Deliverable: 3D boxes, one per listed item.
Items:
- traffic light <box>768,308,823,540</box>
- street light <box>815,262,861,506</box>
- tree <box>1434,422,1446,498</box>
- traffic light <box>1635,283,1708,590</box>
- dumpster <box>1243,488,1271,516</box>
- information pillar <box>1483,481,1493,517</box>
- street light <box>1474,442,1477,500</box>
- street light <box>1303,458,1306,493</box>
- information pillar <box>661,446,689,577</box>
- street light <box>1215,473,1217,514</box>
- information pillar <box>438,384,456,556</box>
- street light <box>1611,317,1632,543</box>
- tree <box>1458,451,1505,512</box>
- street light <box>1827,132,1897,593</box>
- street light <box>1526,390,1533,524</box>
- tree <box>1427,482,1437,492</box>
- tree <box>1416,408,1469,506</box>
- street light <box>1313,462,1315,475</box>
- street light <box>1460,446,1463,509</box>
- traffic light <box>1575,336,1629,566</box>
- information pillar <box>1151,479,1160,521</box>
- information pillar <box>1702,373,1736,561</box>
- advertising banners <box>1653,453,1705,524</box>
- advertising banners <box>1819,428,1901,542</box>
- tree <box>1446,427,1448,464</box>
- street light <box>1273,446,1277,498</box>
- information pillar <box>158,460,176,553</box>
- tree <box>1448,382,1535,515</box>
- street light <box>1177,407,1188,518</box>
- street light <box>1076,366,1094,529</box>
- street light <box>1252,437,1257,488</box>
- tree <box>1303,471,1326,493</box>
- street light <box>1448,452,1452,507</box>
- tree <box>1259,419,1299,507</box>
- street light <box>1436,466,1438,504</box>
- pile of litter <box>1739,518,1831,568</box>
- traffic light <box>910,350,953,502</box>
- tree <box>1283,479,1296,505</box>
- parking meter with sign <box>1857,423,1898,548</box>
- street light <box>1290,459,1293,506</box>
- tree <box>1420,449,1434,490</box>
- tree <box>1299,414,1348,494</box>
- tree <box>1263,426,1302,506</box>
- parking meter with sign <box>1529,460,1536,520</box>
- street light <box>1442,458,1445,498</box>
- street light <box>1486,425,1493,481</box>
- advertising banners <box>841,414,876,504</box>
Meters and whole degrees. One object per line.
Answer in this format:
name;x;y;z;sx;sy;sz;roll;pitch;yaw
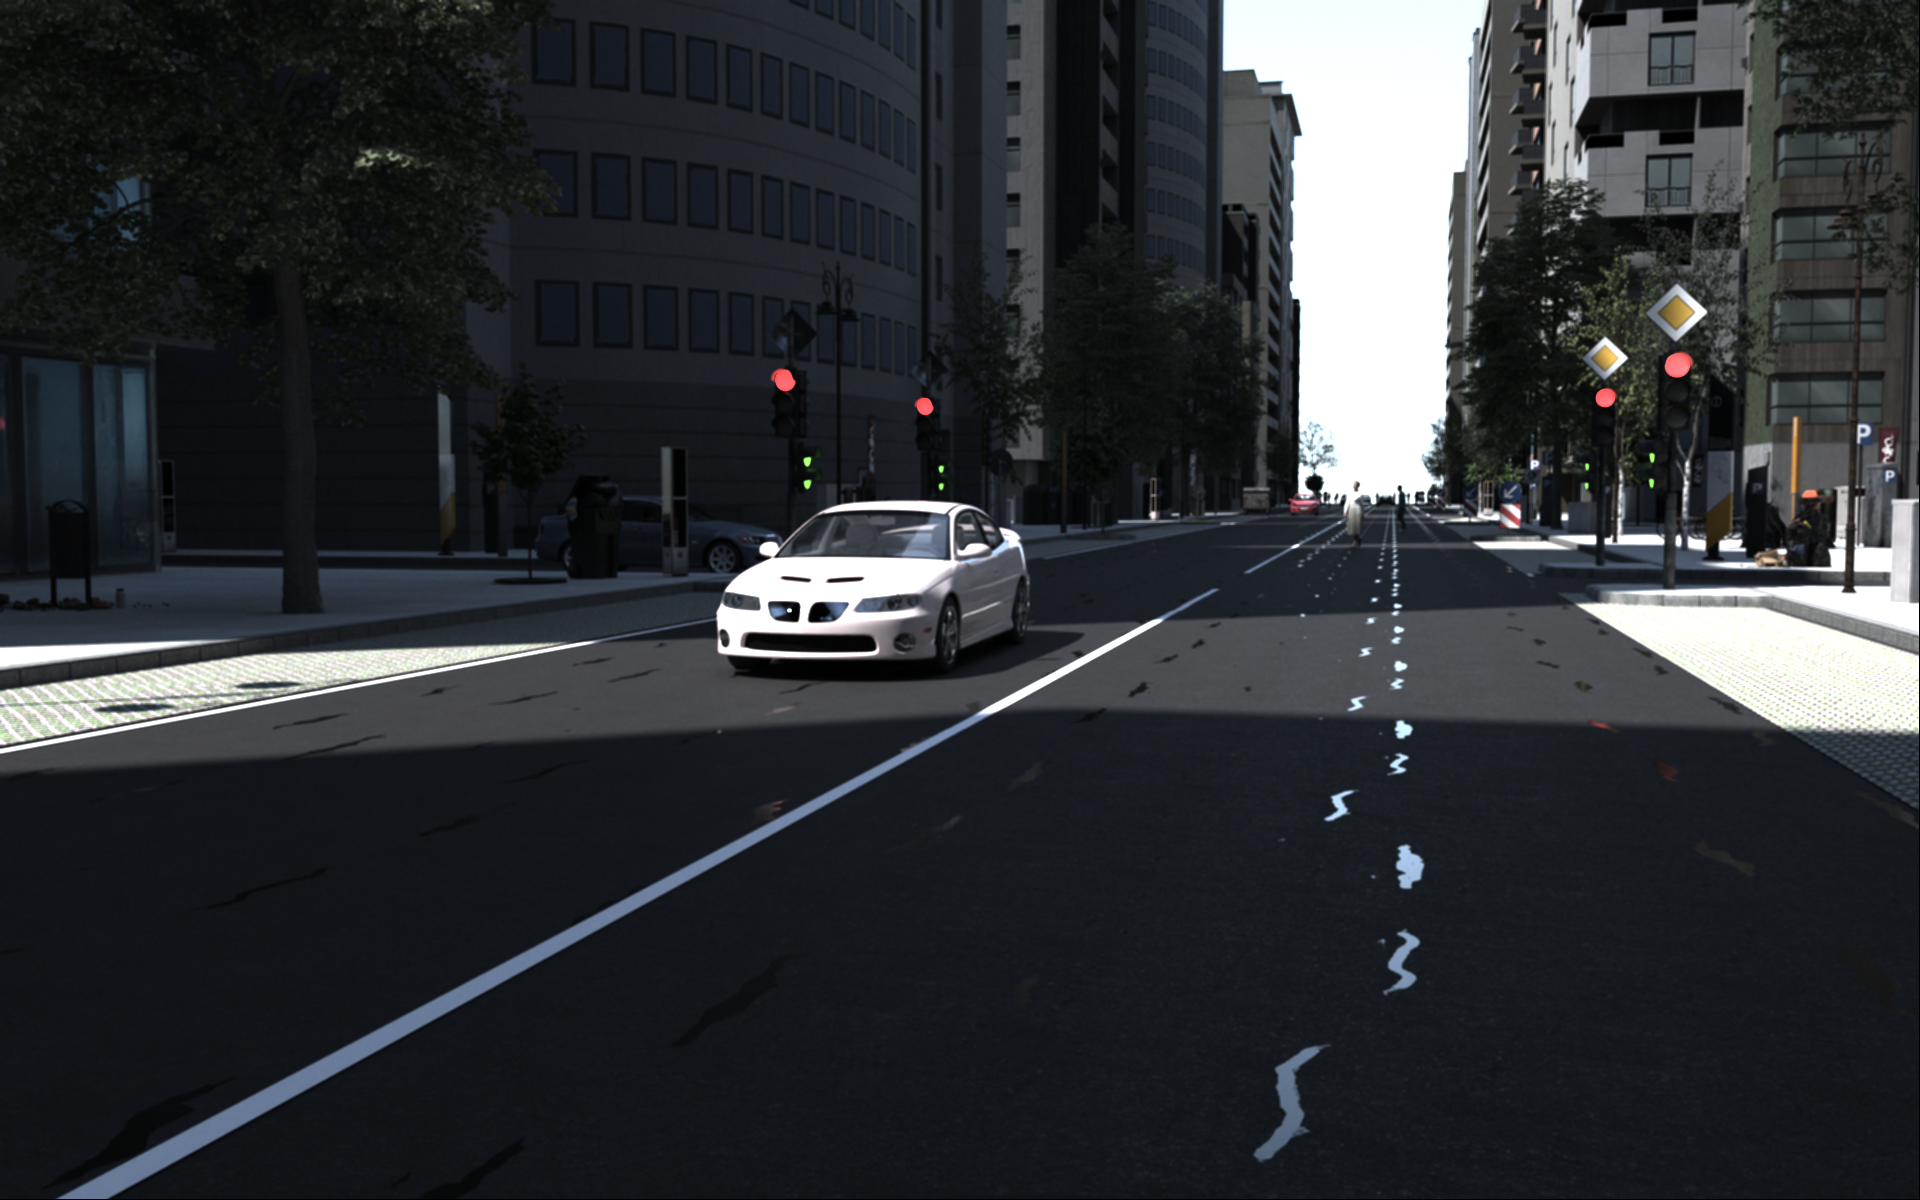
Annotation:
traffic light;-2.528;-2.278;26.166;0.839;4.253;0.868;1;4;14
street light;-2.426;-3.782;34.623;0.468;5.910;1.993;1;4;14
tree;39.072;-11.207;133.593;4.360;8.622;3.978;0;3;0
traffic light;9.518;-2.096;23.184;0.839;4.253;0.868;1;4;14
dumpster;19.669;-6.517;114.760;1.865;1.857;1.264;1;4;14
information pillar;30.458;-5.849;100.130;0.304;2.012;0.304;2;4;29
street light;35.885;-9.022;120.298;0.468;5.910;1.993;1;4;14
street light;43.373;-15.005;218.115;0.468;5.910;1.993;1;4;14
information pillar;-4.434;-1.373;26.935;0.304;2.012;0.304;-3;5;-40
street light;16.097;-8.326;108.914;0.468;5.910;1.993;1;4;14
information pillar;-10.675;-2.731;36.002;0.504;3.616;0.183;3;5;43
street light;17.187;-4.433;45.274;0.468;5.910;1.993;1;4;14
tree;37.699;-8.660;125.303;4.285;4.588;4.351;0;3;0
street light;11.540;-3.029;22.308;0.468;5.910;1.993;1;4;14
street light;24.240;-6.174;73.738;0.468;5.910;1.993;1;4;14
tree;67.521;-15.467;247.480;1.663;3.219;1.824;0;3;0
tree;53.217;-15.462;187.223;8.767;10.594;7.601;3;5;45
street light;50.447;-16.755;246.734;0.468;5.910;1.993;1;4;14
street light;43.132;-10.770;148.871;0.468;5.910;1.993;1;4;14
traffic light;11.454;-2.569;30.932;0.839;4.253;0.868;1;4;14
information pillar;9.231;-4.734;81.900;0.304;2.012;0.304;3;5;45
information pillar;14.661;-2.572;33.413;0.183;3.616;0.504;-3;5;-41
advertising banners;31.072;-4.809;74.809;2.074;3.025;0.090;0;4;7
advertising banners;23.785;-3.041;45.911;2.074;3.025;0.090;0;4;8
tree;34.913;-10.123;115.871;4.360;8.622;3.978;0;3;0
street light;30.106;-11.783;165.436;0.468;5.910;1.993;1;4;14
information pillar;-17.215;-2.020;37.524;0.304;2.012;0.304;3;5;43
tree;33.278;-9.622;107.683;4.360;8.622;3.978;0;3;0
street light;11.692;-7.238;91.124;0.468;5.910;1.993;1;4;14
street light;4.518;-5.494;62.620;0.468;5.910;1.993;1;4;14
street light;23.154;-10.045;137.019;0.468;5.910;1.993;1;4;14
tree;51.519;-16.372;251.392;4.285;4.588;4.351;0;3;0
street light;50.131;-12.508;177.294;0.468;5.910;1.993;1;4;14
tree;31.681;-13.529;171.566;4.360;8.622;3.978;0;3;0
street light;62.615;-15.558;227.153;0.468;5.910;1.993;1;4;14
pile of litter;14.608;-1.018;30.610;1.719;0.858;1.176;0;4;3
traffic light;-0.593;-2.752;33.914;0.839;4.253;0.868;1;4;14
tree;38.835;-12.900;205.513;1.663;3.219;1.824;0;3;0
parking meter with sign;22.143;-2.777;41.665;0.543;3.016;1.738;0;4;-4
street light;36.266;-13.271;189.763;0.468;5.910;1.993;1;4;14
tree;59.372;-16.103;213.646;4.360;8.622;3.978;0;3;0
tree;53.426;-21.509;262.034;12.009;13.543;11.850;0;3;0
tree;33.684;-14.190;182.363;4.737;8.622;4.395;0;3;0
parking meter with sign;28.904;-5.575;87.412;0.543;3.016;1.738;2;4;23
street light;55.602;-13.846;199.174;0.468;5.910;1.993;1;4;14
street light;31.374;-7.932;102.478;0.468;5.910;1.993;1;4;14
advertising banners;-2.167;-2.532;37.584;0.090;3.025;2.074;1;4;17
